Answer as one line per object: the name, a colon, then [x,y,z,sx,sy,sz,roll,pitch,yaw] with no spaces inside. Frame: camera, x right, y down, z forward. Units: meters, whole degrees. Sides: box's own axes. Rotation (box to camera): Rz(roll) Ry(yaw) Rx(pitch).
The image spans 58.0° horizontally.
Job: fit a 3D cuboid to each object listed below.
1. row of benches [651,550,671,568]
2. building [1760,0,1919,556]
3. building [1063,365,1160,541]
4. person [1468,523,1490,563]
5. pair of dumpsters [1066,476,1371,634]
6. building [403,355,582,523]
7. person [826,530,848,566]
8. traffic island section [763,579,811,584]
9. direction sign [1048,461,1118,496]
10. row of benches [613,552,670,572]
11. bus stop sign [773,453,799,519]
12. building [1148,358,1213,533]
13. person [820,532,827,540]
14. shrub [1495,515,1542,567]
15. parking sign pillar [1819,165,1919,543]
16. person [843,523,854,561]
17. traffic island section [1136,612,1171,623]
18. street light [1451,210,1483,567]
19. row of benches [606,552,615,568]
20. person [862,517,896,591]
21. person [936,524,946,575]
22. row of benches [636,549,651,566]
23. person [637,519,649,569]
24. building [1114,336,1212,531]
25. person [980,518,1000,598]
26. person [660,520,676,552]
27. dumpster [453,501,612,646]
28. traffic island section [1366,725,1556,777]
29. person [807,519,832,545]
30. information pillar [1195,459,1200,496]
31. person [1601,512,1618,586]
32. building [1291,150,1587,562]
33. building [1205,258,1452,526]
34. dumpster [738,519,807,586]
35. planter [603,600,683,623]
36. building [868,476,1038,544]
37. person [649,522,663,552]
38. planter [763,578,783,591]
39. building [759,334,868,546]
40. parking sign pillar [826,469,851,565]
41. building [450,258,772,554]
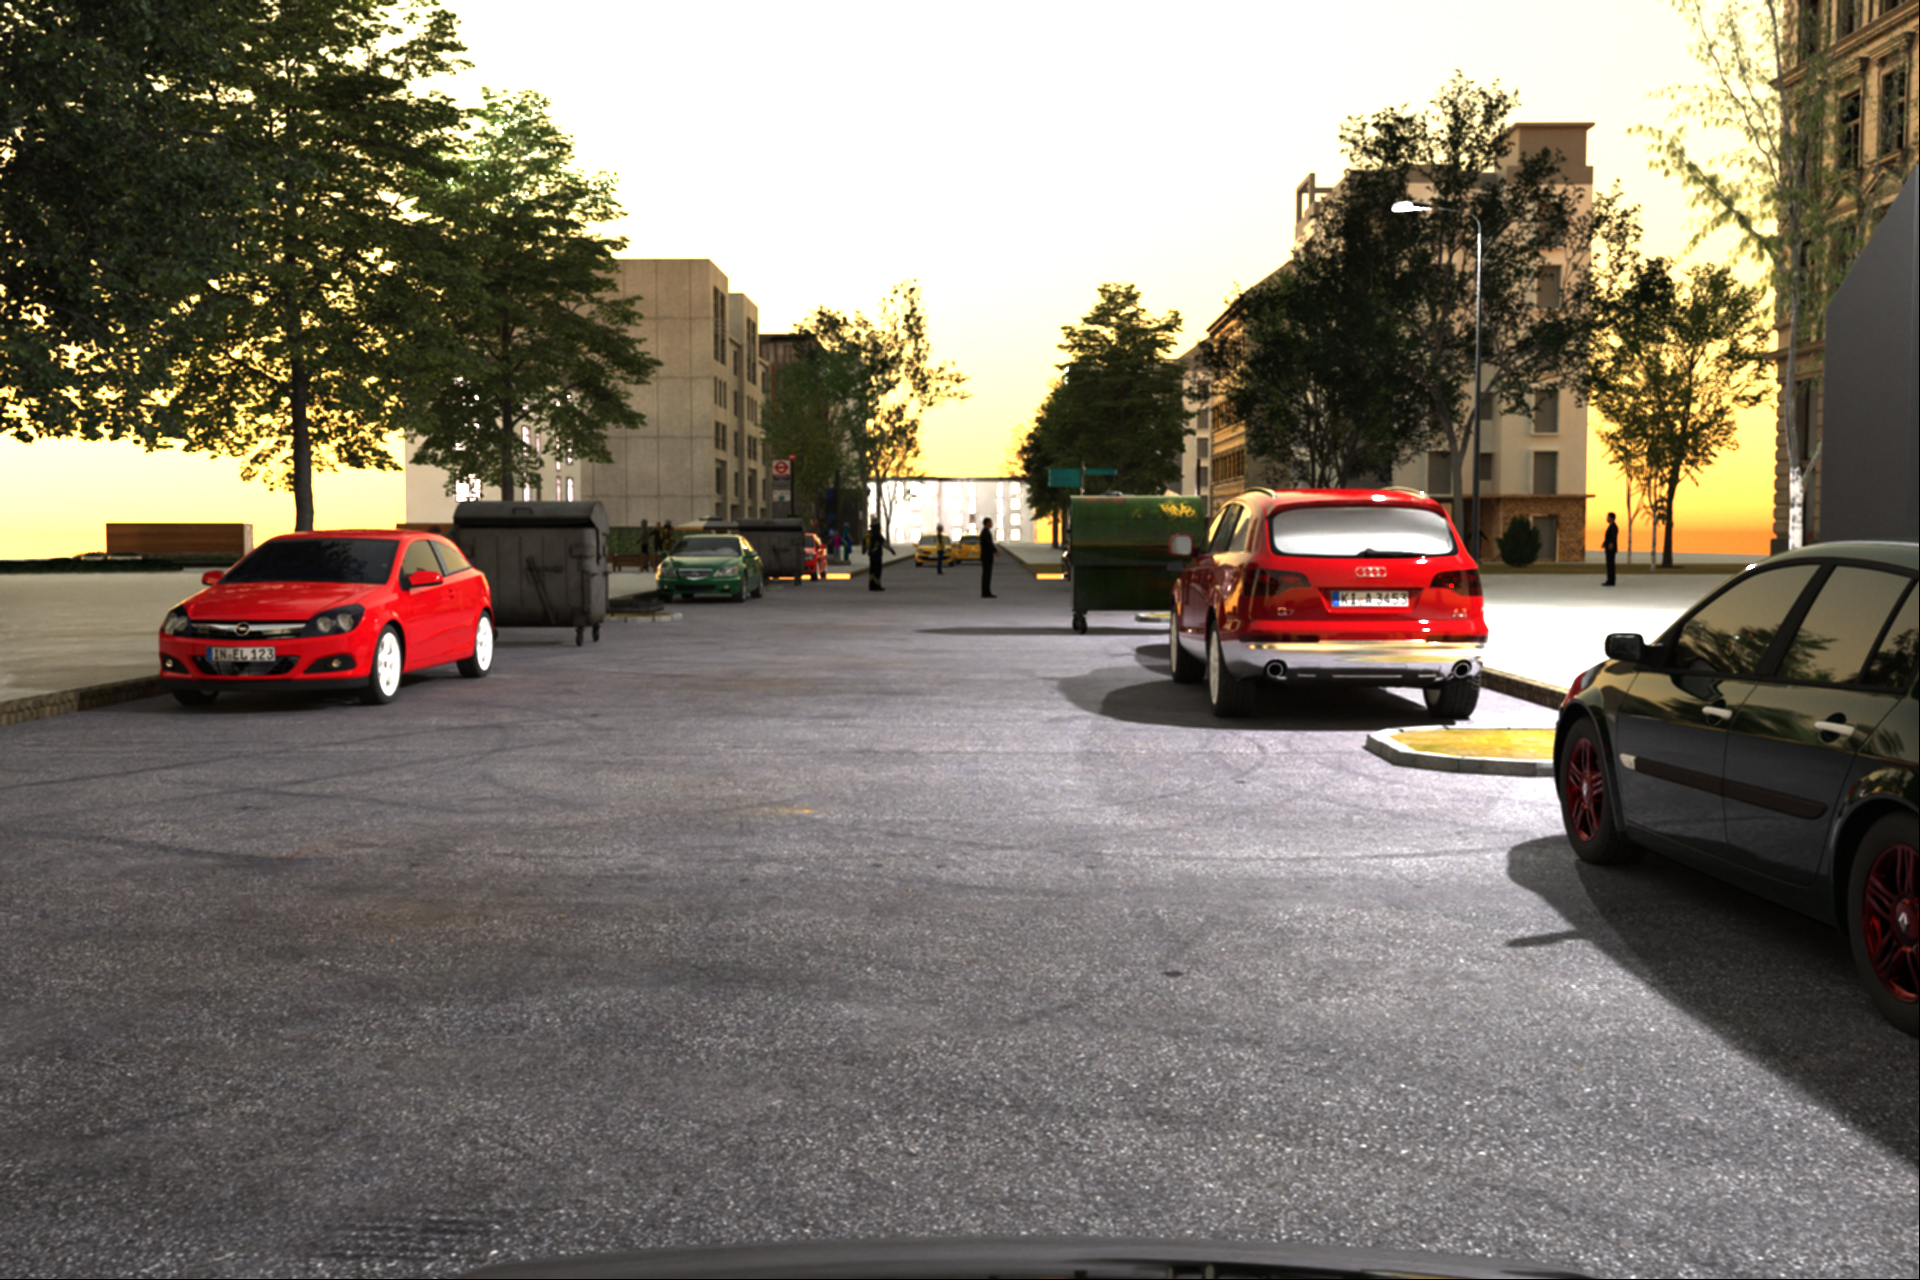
row of benches: [-9.881,-3.104,66.220,4.104,0.672,1.422,-1,4,-21]
building: [30.245,-13.280,44.841,11.050,23.595,19.941,0,4,1]
building: [27.251,-23.322,225.291,27.936,21.610,32.646,0,4,1]
person: [22.594,-4.247,75.632,0.705,1.806,1.347,-2,4,-24]
pair of dumpsters: [3.761,-1.240,25.229,4.436,2.255,1.574,0,4,1]
building: [-25.270,-9.371,95.365,9.099,9.664,28.070,0,4,1]
person: [-5.000,-3.725,70.167,0.991,1.433,0.599,1,4,16]
traffic island section: [-5.434,-1.726,51.083,1.991,0.108,1.994,0,4,1]
direction sign: [4.477,-4.517,62.608,2.525,3.948,1.411,0,4,0]
row of benches: [-9.899,-2.658,58.921,4.104,0.672,1.422,0,4,8]
bus stop sign: [-5.748,-4.189,57.190,0.855,3.939,0.416,0,4,0]
building: [24.843,-19.972,182.966,16.016,20.090,11.380,0,4,1]
person: [-6.770,-5.149,90.908,1.216,1.740,0.721,-1,4,-10]
shrub: [21.584,-3.843,66.875,1.661,2.075,1.752,0,3,0]
parking sign pillar: [7.179,-1.524,13.384,1.447,3.967,1.447,0,4,0]
person: [-5.203,-4.525,80.112,0.704,1.817,1.347,-1,4,-20]
traffic island section: [3.941,-0.360,28.747,1.991,0.108,1.994,0,4,0]
street light: [7.807,-3.166,24.310,1.470,5.913,1.316,0,4,1]
row of benches: [-13.698,-2.989,64.326,1.422,0.672,4.104,0,4,7]
person: [-2.115,-2.177,43.836,0.705,1.856,1.354,-3,4,-38]
person: [-0.621,-3.214,61.462,0.721,1.772,1.216,0,4,-2]
row of benches: [-13.016,-3.413,71.258,1.422,0.672,4.104,-1,4,-10]
person: [-11.465,-3.468,62.834,0.705,1.813,1.348,0,4,3]
building: [27.740,-22.473,198.358,19.493,23.208,18.063,0,4,0]
person: [0.641,-1.862,39.123,0.704,1.802,1.346,-1,4,-12]
person: [-11.685,-3.891,69.391,0.705,1.858,1.354,-2,4,-26]
dumpster: [-5.560,-0.876,22.544,1.865,1.857,1.264,0,4,1]
traffic island section: [3.707,0.714,11.200,1.991,0.108,1.994,0,4,1]
person: [-5.004,-3.290,60.064,0.705,1.796,1.348,3,5,45]
information pillar: [7.406,-3.831,53.998,0.183,3.616,0.504,0,4,1]
person: [16.149,-2.263,43.050,0.704,1.823,1.345,1,4,12]
building: [22.910,-14.405,91.934,16.016,20.090,11.380,0,4,0]
building: [27.655,-17.609,118.836,19.493,23.208,18.063,0,4,1]
dumpster: [-5.217,-2.440,48.111,1.865,1.857,1.264,0,4,1]
planter: [-5.724,-0.483,29.036,1.991,0.319,1.994,0,4,1]
building: [-2.994,-18.778,251.626,28.070,9.664,9.099,1,4,9]
person: [-13.467,-4.356,77.350,1.346,1.812,0.704,0,4,-1]
planter: [-5.577,-1.415,44.273,1.991,0.319,1.994,0,4,1]
building: [-25.353,-21.353,193.102,27.936,21.610,32.646,0,4,1]
parking sign pillar: [-5.237,-5.088,71.664,1.447,3.967,1.447,0,4,1]
building: [-24.179,-15.946,127.175,16.747,18.905,31.486,0,4,1]
